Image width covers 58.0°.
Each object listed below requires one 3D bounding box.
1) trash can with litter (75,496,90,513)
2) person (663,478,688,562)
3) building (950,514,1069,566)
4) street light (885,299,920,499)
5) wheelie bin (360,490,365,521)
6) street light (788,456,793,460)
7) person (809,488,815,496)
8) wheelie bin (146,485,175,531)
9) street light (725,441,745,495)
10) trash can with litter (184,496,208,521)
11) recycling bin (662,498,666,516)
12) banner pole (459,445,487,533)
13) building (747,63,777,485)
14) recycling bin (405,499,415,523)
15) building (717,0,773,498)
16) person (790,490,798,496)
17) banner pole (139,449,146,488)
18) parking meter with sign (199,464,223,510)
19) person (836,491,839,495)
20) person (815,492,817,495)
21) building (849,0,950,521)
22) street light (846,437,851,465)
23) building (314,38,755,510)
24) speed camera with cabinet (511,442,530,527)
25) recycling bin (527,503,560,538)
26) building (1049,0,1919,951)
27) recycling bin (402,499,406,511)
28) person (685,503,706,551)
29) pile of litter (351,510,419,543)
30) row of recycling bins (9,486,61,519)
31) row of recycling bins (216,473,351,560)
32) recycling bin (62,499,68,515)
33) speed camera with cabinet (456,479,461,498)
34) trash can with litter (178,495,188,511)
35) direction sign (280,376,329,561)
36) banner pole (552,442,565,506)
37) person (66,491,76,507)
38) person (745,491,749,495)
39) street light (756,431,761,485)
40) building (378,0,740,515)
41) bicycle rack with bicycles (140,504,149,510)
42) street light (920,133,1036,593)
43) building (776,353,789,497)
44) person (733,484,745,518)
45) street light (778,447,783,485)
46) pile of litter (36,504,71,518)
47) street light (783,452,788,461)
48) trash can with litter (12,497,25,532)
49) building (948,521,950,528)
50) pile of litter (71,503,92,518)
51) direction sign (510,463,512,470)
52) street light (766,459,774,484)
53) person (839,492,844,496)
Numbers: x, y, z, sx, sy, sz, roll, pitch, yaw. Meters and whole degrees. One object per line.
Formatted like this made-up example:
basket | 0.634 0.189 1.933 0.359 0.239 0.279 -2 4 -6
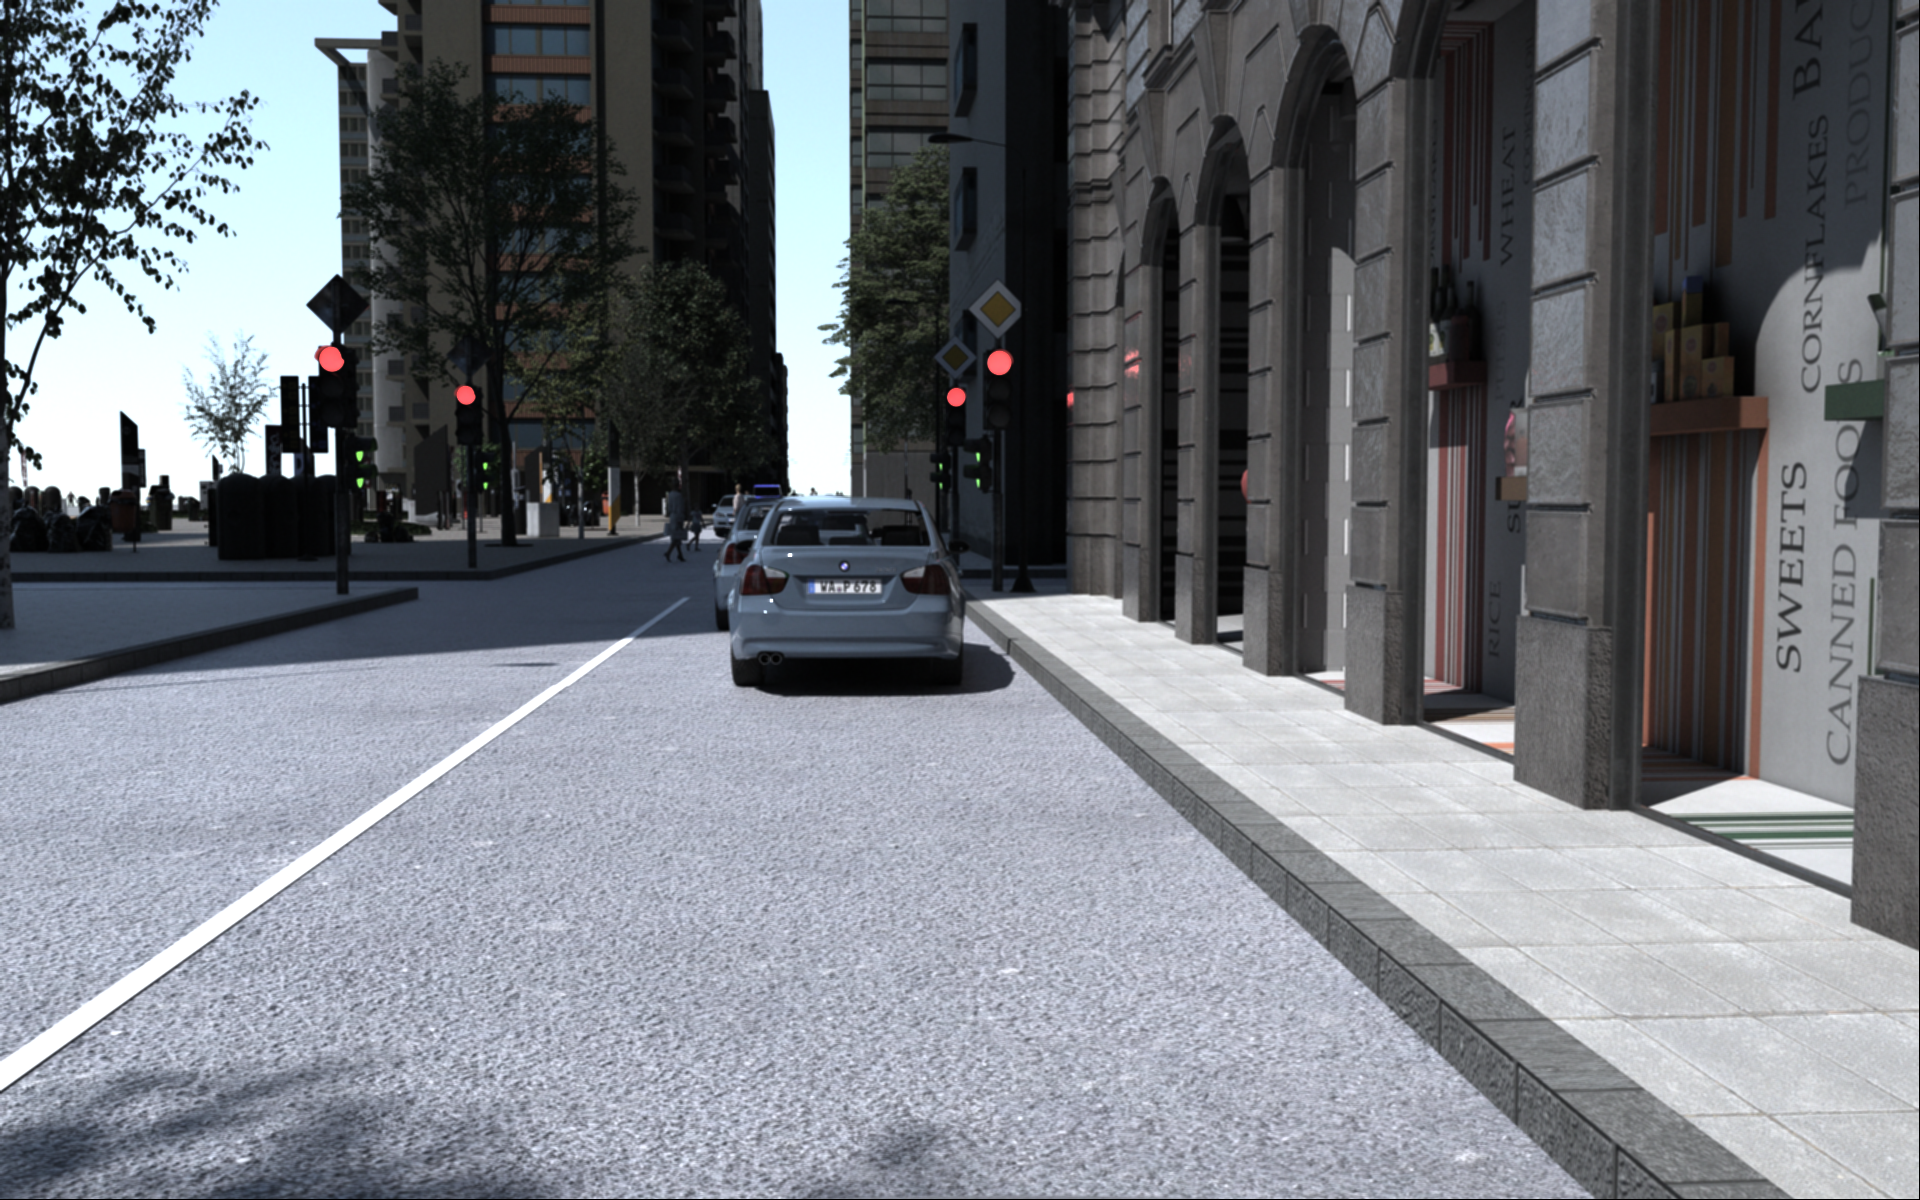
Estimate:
trash can with litter | -47.102 -5.017 93.420 0.624 1.170 1.055 1 4 16
person | -6.053 -1.702 36.677 0.624 1.780 0.694 -2 4 -30
building | 10.508 -25.519 40.943 21.600 48.544 21.300 0 4 -4
street light | -1.078 -4.215 41.459 1.470 5.913 1.316 0 4 -4
wheelie bin | -27.466 -4.332 78.732 0.693 1.594 0.980 -3 5 -44
street light | -21.451 -14.567 210.717 1.470 5.913 1.316 0 4 -4
person | -8.424 -5.483 98.418 0.850 1.792 0.678 0 4 3
wheelie bin | -28.154 -3.253 61.091 0.693 1.594 0.980 3 5 41
street light | -13.947 -8.230 107.105 1.470 5.913 1.316 0 4 -4
trash can with litter | -35.907 -4.291 81.551 0.624 1.170 1.055 2 4 33
recycling bin | -17.207 -5.528 102.942 0.722 1.027 0.722 1 4 19
banner pole | -16.161 -4.141 57.715 0.863 3.779 0.401 2 4 28
building | -32.164 -35.169 198.721 21.300 48.544 21.600 0 4 -4
recycling bin | -21.630 -3.468 69.258 0.722 1.027 0.722 0 4 -8
building | -36.267 -49.544 248.302 20.563 71.187 20.611 0 4 -4
person | -14.682 -8.865 153.426 1.348 1.826 0.705 1 4 13
banner pole | -39.799 -5.752 84.068 0.401 3.779 0.863 1 4 18
parking meter with sign | -43.773 -6.385 100.658 1.738 3.016 0.543 0 4 6
person | -17.588 -14.690 248.309 1.348 1.869 0.705 -3 5 -43
person | -17.567 -12.456 212.879 0.721 1.743 1.217 1 4 18
building | 0.716 -25.385 98.642 14.154 41.232 14.086 0 4 -4
street light | -8.172 -10.191 139.161 1.470 5.913 1.316 0 4 -4
building | -33.638 -27.661 144.139 32.217 40.220 23.993 0 4 -4
speed camera with cabinet | -17.019 -4.399 66.263 0.660 3.252 2.038 0 4 1
recycling bin | -12.318 -2.362 51.180 0.722 1.027 0.722 -3 5 -42
building | 8.075 -10.349 11.012 13.314 21.916 24.055 0 4 -4
recycling bin | -30.847 -5.099 95.927 0.722 1.027 0.722 -1 4 -8
person | -6.674 -1.854 43.821 0.382 1.210 0.505 3 4 39
pile of litter | -15.337 -1.965 46.098 1.719 0.858 1.176 -1 4 -10
row of recycling bins | -48.330 -5.038 89.483 3.534 1.692 1.069 -1 4 -8
row of recycling bins | -13.661 -1.721 35.258 1.069 1.692 3.534 1 4 17
recycling bin | -50.488 -5.171 97.098 0.722 1.027 0.722 -1 4 -18
speed camera with cabinet | -30.493 -6.681 103.565 2.038 3.252 0.660 -1 4 -15
trash can with litter | -43.536 -5.214 96.307 2.233 1.210 1.678 0 3 0
direction sign | -12.543 -2.520 33.192 0.876 3.537 0.379 0 4 -2
banner pole | -19.137 -5.663 82.615 0.863 3.779 0.401 0 4 7
person | -92.848 -10.509 180.874 0.990 1.755 0.434 0 4 -4
person | -12.791 -5.718 103.803 0.330 1.601 0.589 0 3 0
street light | -15.415 -9.526 128.294 1.470 5.913 1.316 0 4 -4
building | -26.674 -28.344 118.052 22.147 44.769 28.867 0 4 -4
bicycle rack with bicycles | -43.795 -4.893 93.378 2.925 0.926 2.852 1 4 9
street light | 0.284 -3.055 22.484 1.470 5.913 1.316 0 4 -4
building | -36.584 -23.241 225.022 27.650 21.520 28.899 0 4 -4
person | -6.665 -2.712 53.505 0.598 1.740 0.731 1 4 11
street light | -18.505 -12.118 170.662 1.470 5.913 1.316 0 4 -4
pile of litter | -41.573 -3.944 78.450 1.719 0.858 1.176 0 4 1
street light | -19.841 -13.270 189.505 1.470 5.913 1.316 0 4 -4
trash can with litter | -23.373 -1.981 43.450 1.678 1.210 2.233 -1 4 -11
building | 2.934 -23.751 71.928 14.154 41.232 14.086 0 4 -4
pile of litter | -43.933 -4.448 86.694 1.176 0.858 1.719 -2 4 -32
direction sign | -23.531 -6.018 90.383 0.379 3.537 0.876 -2 4 -30
street light | -17.007 -10.822 149.475 1.470 5.913 1.316 0 4 -4
person | -15.516 -13.323 226.863 0.617 1.759 0.750 1 4 9
